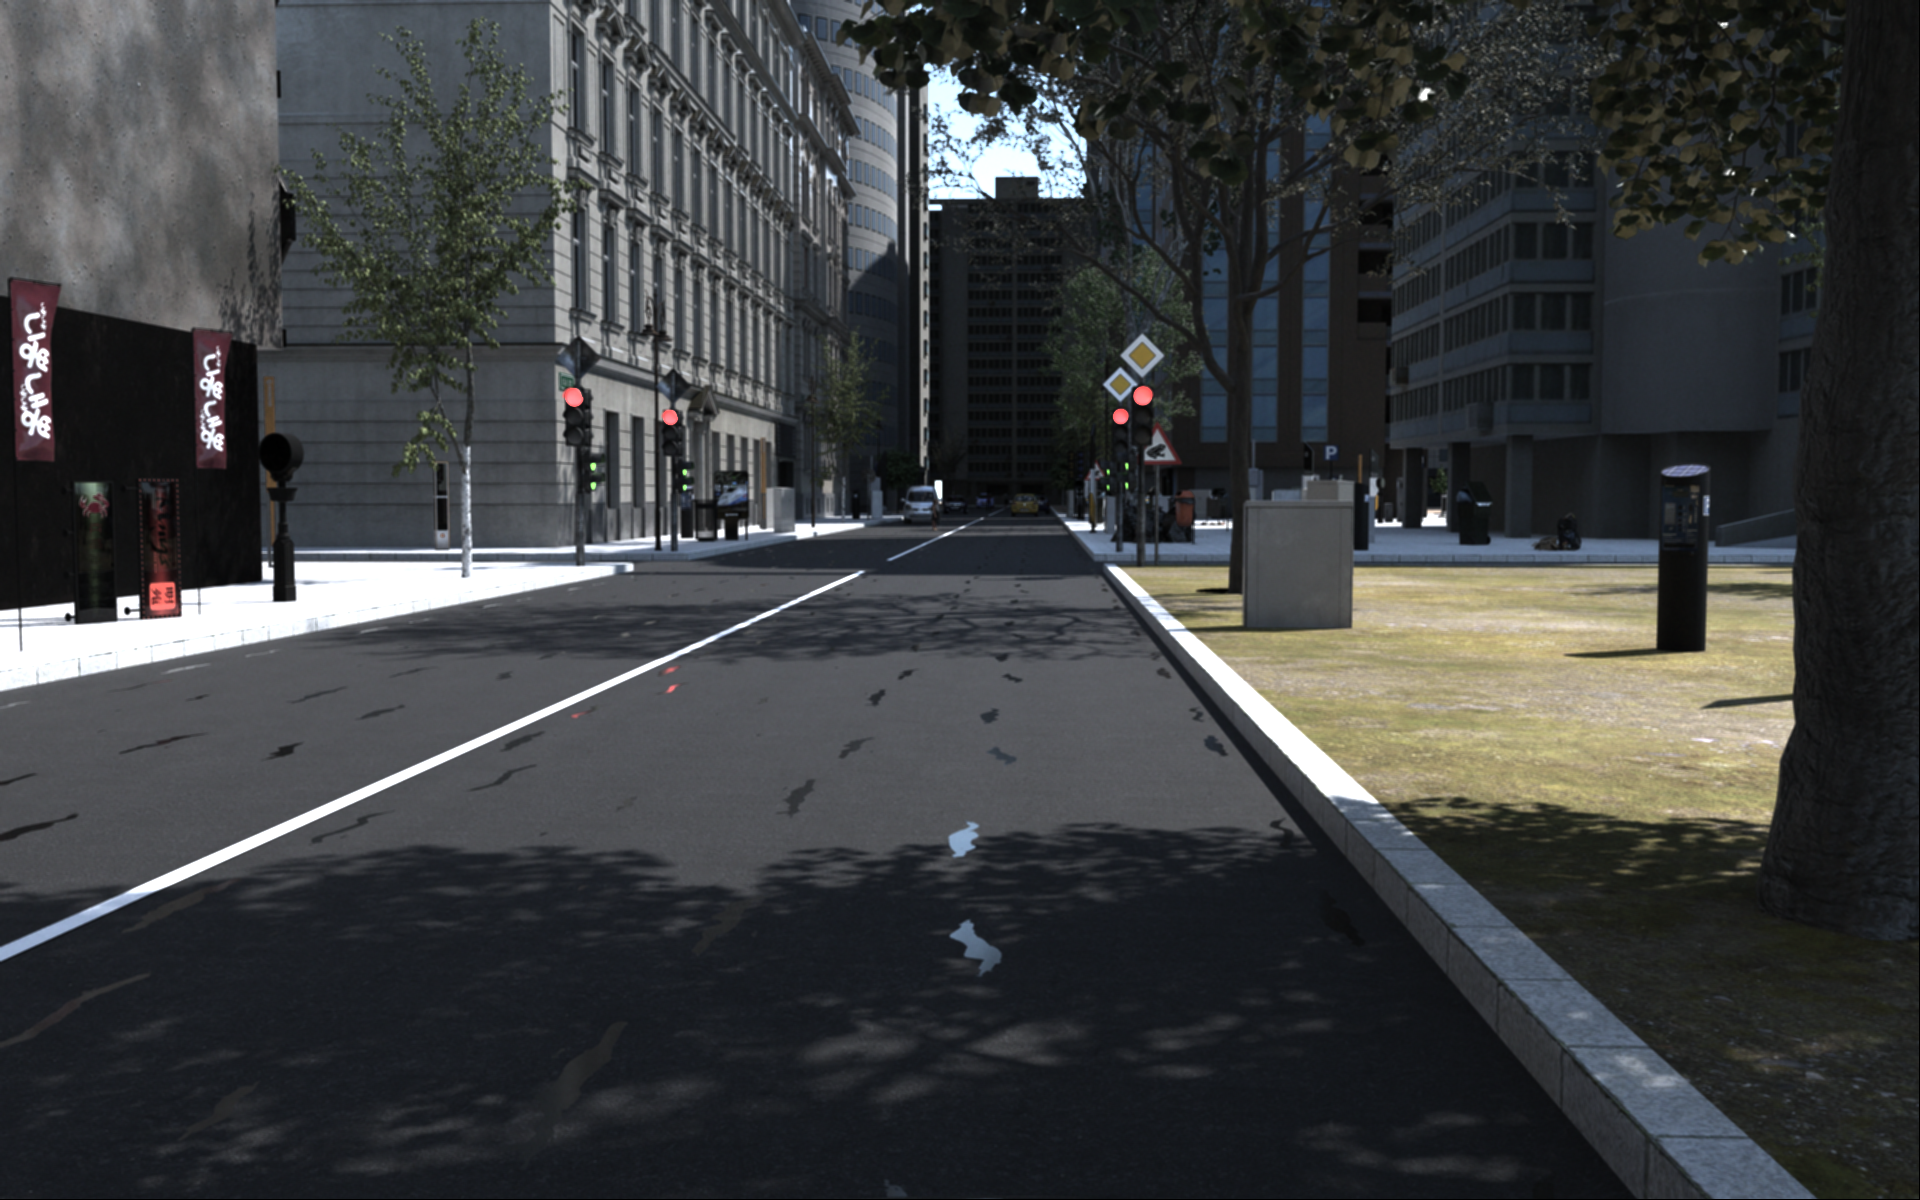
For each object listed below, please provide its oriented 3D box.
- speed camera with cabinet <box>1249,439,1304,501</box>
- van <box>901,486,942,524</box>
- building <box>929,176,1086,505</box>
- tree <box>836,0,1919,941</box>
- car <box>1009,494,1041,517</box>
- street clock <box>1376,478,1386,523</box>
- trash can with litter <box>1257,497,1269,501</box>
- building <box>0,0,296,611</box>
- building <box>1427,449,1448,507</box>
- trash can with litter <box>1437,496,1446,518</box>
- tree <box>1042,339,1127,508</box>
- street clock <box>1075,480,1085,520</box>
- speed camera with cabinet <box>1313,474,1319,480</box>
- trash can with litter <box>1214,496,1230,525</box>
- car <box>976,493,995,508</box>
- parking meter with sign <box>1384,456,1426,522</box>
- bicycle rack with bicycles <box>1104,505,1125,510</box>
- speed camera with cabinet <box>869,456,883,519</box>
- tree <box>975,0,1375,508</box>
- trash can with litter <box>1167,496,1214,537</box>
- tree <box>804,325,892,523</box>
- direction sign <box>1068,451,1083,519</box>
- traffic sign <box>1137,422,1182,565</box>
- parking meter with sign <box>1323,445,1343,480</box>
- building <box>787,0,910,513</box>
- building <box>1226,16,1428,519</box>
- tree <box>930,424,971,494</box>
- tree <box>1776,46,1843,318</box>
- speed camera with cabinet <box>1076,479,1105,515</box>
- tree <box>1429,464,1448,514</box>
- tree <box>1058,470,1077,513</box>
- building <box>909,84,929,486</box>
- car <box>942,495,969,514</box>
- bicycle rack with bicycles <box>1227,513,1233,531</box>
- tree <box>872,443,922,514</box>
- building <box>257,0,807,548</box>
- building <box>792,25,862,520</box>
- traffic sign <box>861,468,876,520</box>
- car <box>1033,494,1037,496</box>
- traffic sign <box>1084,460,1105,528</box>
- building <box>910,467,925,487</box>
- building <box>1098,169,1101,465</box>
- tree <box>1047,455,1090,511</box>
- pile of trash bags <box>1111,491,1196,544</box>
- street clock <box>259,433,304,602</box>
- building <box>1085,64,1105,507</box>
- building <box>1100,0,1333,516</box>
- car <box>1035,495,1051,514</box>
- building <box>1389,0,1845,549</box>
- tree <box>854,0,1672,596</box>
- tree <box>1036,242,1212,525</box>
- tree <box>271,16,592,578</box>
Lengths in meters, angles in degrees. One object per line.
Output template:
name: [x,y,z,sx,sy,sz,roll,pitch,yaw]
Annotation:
speed camera with cabinet: [11.272,-4.164,62.420,2.038,3.252,0.660,1,4,13]
van: [-1.849,-4.711,84.040,2.013,2.044,4.112,0,4,1]
building: [6.952,-31.967,214.534,23.993,40.220,32.217,0,4,3]
tree: [2.908,-6.012,4.947,9.857,13.997,8.962,0,3,0]
car: [4.149,-6.137,110.571,2.015,1.641,3.980,0,4,3]
street clock: [18.527,-4.385,76.269,0.358,2.002,0.471,3,5,42]
trash can with litter: [13.041,-3.856,74.433,0.624,1.170,1.055,1,4,14]
building: [-18.820,-9.335,20.087,16.811,18.784,16.820,0,4,3]
building: [51.403,-46.962,206.088,20.611,71.187,20.563,0,4,3]
trash can with litter: [27.033,-5.111,94.624,2.233,1.210,1.678,0,4,2]
tree: [6.535,-8.002,81.197,4.737,8.622,4.395,0,3,0]
street clock: [5.997,-5.026,86.745,0.471,2.002,0.358,3,4,39]
speed camera with cabinet: [15.206,-5.145,78.451,2.038,3.252,0.660,0,4,-5]
trash can with litter: [10.113,-3.704,71.615,2.233,1.210,1.678,2,4,27]
car: [2.617,-10.260,177.336,1.945,1.707,3.694,0,4,4]
parking meter with sign: [20.332,-5.073,79.211,1.738,3.016,0.543,0,4,5]
bicycle rack with bicycles: [9.254,-4.882,93.204,2.852,0.926,2.925,-1,4,-14]
speed camera with cabinet: [-4.333,-5.805,89.253,0.660,3.252,2.038,0,4,-6]
tree: [6.057,-11.734,47.740,12.611,20.169,13.585,0,3,0]
trash can with litter: [6.370,-2.506,52.026,1.678,1.210,2.233,-1,4,-12]
tree: [-5.122,-7.708,76.385,4.737,8.622,4.395,0,3,0]
direction sign: [6.053,-6.041,90.763,0.876,3.537,0.379,2,4,23]
traffic sign: [3.556,-1.913,31.274,0.884,2.594,0.081,0,4,5]
parking meter with sign: [13.530,-4.046,62.409,0.543,3.016,1.738,2,4,23]
building: [-15.247,-35.809,127.472,21.231,58.520,28.212,0,4,3]
building: [18.262,-27.270,95.970,14.600,45.320,14.200,0,4,3]
tree: [-0.943,-14.160,181.871,4.360,8.622,3.978,0,3,0]
tree: [14.127,-4.568,25.048,4.737,8.622,4.395,0,3,0]
speed camera with cabinet: [8.023,-6.846,106.274,2.038,3.252,0.660,3,5,45]
tree: [30.802,-7.125,111.094,1.663,3.219,1.824,0,3,0]
tree: [7.585,-7.477,116.852,1.663,3.219,1.824,0,3,0]
building: [-14.297,-33.850,177.157,21.600,48.544,21.300,0,4,3]
car: [-0.301,-6.948,126.176,1.945,1.354,3.894,0,4,2]
bicycle rack with bicycles: [10.616,-2.806,59.259,2.925,0.926,2.852,-3,4,-38]
tree: [-4.057,-7.775,110.829,4.285,4.588,4.351,0,3,0]
building: [-16.527,-17.480,62.212,17.030,29.872,44.131,0,4,3]
building: [-13.456,-18.871,95.929,14.401,28.519,23.554,0,4,3]
traffic sign: [-4.501,-5.183,84.845,0.768,2.556,0.104,1,4,12]
car: [6.899,-9.872,170.203,1.959,1.807,4.718,0,4,3]
traffic sign: [5.157,-4.015,65.647,0.884,2.594,0.081,1,4,10]
building: [-13.624,-43.636,151.697,20.563,71.187,20.611,0,4,3]
building: [22.822,-31.936,141.754,23.786,49.044,30.456,0,4,3]
tree: [8.405,-9.151,133.335,4.285,4.588,4.351,0,3,0]
pile of trash bags: [5.343,-2.191,45.582,1.912,1.369,3.447,-1,4,-17]
street clock: [-8.077,-0.984,20.657,0.471,2.002,0.358,1,4,18]
building: [22.934,-38.457,170.768,21.231,58.520,28.212,0,4,3]
building: [16.924,-28.723,119.728,14.600,45.320,14.200,0,4,3]
car: [5.574,-6.855,124.659,1.945,1.354,3.894,0,4,1]
building: [27.466,-22.176,54.458,23.993,40.220,32.217,0,4,3]
tree: [3.503,-6.829,22.020,12.009,13.543,11.850,0,3,0]
tree: [6.679,-8.911,71.442,9.928,11.665,9.643,0,3,0]
tree: [-7.831,-4.651,26.405,4.737,8.622,4.395,0,3,0]
